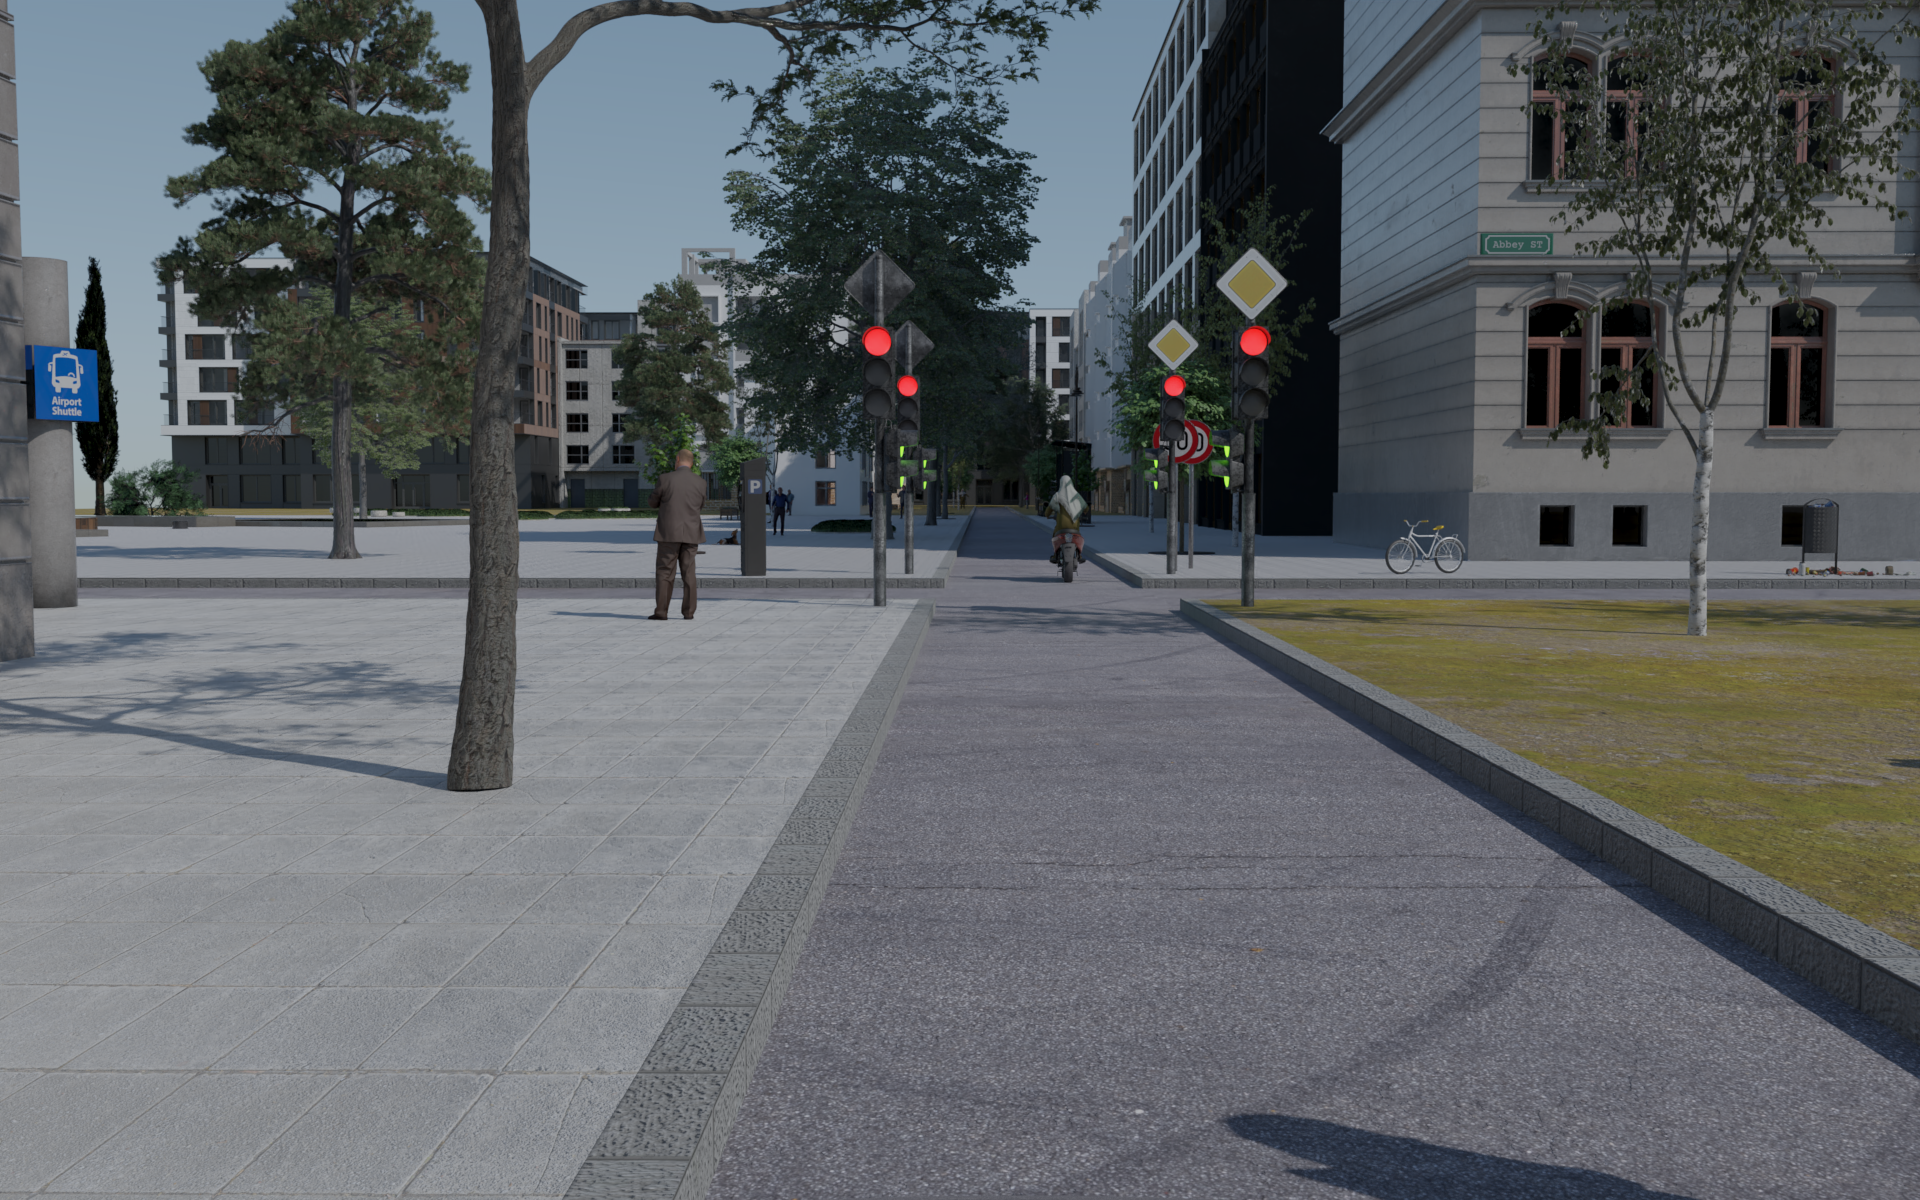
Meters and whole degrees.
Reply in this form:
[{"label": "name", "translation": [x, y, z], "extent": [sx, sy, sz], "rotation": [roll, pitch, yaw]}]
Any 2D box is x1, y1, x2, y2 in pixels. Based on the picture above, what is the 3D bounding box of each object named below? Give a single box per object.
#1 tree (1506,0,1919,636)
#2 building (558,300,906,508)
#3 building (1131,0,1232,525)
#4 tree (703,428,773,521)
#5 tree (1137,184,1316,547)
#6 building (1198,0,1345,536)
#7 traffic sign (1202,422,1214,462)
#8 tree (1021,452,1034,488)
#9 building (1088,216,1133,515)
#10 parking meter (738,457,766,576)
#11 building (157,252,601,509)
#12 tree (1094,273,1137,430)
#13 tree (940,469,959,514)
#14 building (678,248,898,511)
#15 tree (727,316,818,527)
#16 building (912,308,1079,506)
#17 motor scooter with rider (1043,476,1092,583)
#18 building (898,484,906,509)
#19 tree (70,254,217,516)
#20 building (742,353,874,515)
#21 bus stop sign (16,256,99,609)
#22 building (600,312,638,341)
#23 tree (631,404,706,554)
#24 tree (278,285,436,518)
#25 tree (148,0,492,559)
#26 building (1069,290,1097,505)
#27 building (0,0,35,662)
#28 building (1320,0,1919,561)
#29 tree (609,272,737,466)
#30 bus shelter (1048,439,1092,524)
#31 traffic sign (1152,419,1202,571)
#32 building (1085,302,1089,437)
[{"label": "tree", "translation": [6.849, -3.994, 15.668], "extent": [4.360, 8.622, 3.978], "rotation": [0, 3, 0]}, {"label": "building", "translation": [-20.770, -18.327, 166.107], "extent": [31.486, 18.905, 16.747], "rotation": [0, 4, 1]}, {"label": "building", "translation": [19.568, -17.176, 85.343], "extent": [19.350, 26.468, 34.151], "rotation": [0, 4, 1]}, {"label": "tree", "translation": [-10.799, -6.159, 84.420], "extent": [4.285, 4.588, 4.351], "rotation": [0, 3, 0]}, {"label": "tree", "translation": [6.672, -5.603, 41.980], "extent": [4.737, 8.622, 4.395], "rotation": [0, 3, 0]}, {"label": "building", "translation": [15.481, -14.086, 59.986], "extent": [12.332, 23.373, 15.834], "rotation": [0, 4, 1]}, {"label": "traffic sign", "translation": [3.971, -1.812, 29.728], "extent": [0.768, 2.556, 0.104], "rotation": [1, 4, 10]}, {"label": "tree", "translation": [5.590, -7.814, 111.477], "extent": [4.285, 4.588, 4.351], "rotation": [0, 3, 0]}, {"label": "building", "translation": [17.743, -16.338, 123.551], "extent": [16.016, 20.091, 11.380], "rotation": [0, 4, 1]}, {"label": "parking meter", "translation": [-3.254, -1.309, 27.115], "extent": [0.399, 1.863, 0.255], "rotation": [-1, 4, -23]}, {"label": "building", "translation": [-52.911, -19.340, 160.187], "extent": [32.646, 21.610, 27.936], "rotation": [0, 4, 1]}, {"label": "tree", "translation": [6.393, -6.539, 57.275], "extent": [4.737, 8.622, 4.395], "rotation": [0, 3, 0]}, {"label": "tree", "translation": [-0.770, -7.253, 113.194], "extent": [1.663, 3.219, 1.824], "rotation": [0, 3, 0]}, {"label": "building", "translation": [-13.395, -17.199, 137.615], "extent": [16.016, 20.091, 11.380], "rotation": [0, 4, 1]}, {"label": "tree", "translation": [-7.285, -7.187, 67.878], "extent": [4.360, 8.622, 3.978], "rotation": [0, 3, 0]}, {"label": "building", "translation": [5.654, -22.058, 204.621], "extent": [32.646, 21.610, 27.936], "rotation": [0, 4, 1]}, {"label": "motor scooter with rider", "translation": [1.806, -1.200, 28.593], "extent": [0.876, 1.779, 1.986], "rotation": [0, 4, 2]}, {"label": "building", "translation": [-12.470, -17.939, 149.720], "extent": [16.016, 20.091, 11.380], "rotation": [0, 4, 1]}, {"label": "tree", "translation": [-50.404, -11.636, 92.069], "extent": [18.604, 14.587, 13.155], "rotation": [-3, 5, -44]}, {"label": "building", "translation": [-10.232, -10.725, 117.498], "extent": [9.099, 9.664, 28.070], "rotation": [0, 4, 1]}, {"label": "bus stop sign", "translation": [-10.372, -1.869, 19.570], "extent": [0.837, 3.901, 0.837], "rotation": [2, 4, 23]}, {"label": "building", "translation": [-28.171, -22.077, 204.929], "extent": [32.646, 21.610, 27.936], "rotation": [0, 4, 1]}, {"label": "tree", "translation": [-5.938, -2.605, 37.186], "extent": [1.663, 3.219, 1.824], "rotation": [0, 3, 0]}, {"label": "tree", "translation": [-29.908, -10.218, 85.196], "extent": [7.486, 12.596, 7.792], "rotation": [0, 3, 0]}, {"label": "tree", "translation": [-12.234, -6.851, 34.071], "extent": [6.751, 12.117, 7.091], "rotation": [0, 3, 0]}, {"label": "building", "translation": [19.184, -17.850, 158.300], "extent": [16.747, 18.905, 31.486], "rotation": [0, 4, 1]}, {"label": "building", "translation": [-18.926, -10.123, 7.316], "extent": [24.055, 21.916, 13.314], "rotation": [0, 4, 1]}, {"label": "building", "translation": [20.902, -15.345, 38.283], "extent": [23.554, 28.519, 14.401], "rotation": [0, 4, 1]}, {"label": "tree", "translation": [-16.248, -11.658, 98.028], "extent": [7.806, 13.903, 7.818], "rotation": [0, 3, 0]}, {"label": "bus shelter", "translation": [4.924, -5.276, 77.541], "extent": [1.731, 3.624, 6.357], "rotation": [0, 4, 1]}, {"label": "traffic sign", "translation": [3.576, -1.752, 28.752], "extent": [0.768, 2.556, 0.104], "rotation": [1, 4, 10]}, {"label": "building", "translation": [17.974, -17.077, 135.633], "extent": [16.016, 20.091, 11.380], "rotation": [0, 4, 1]}]
